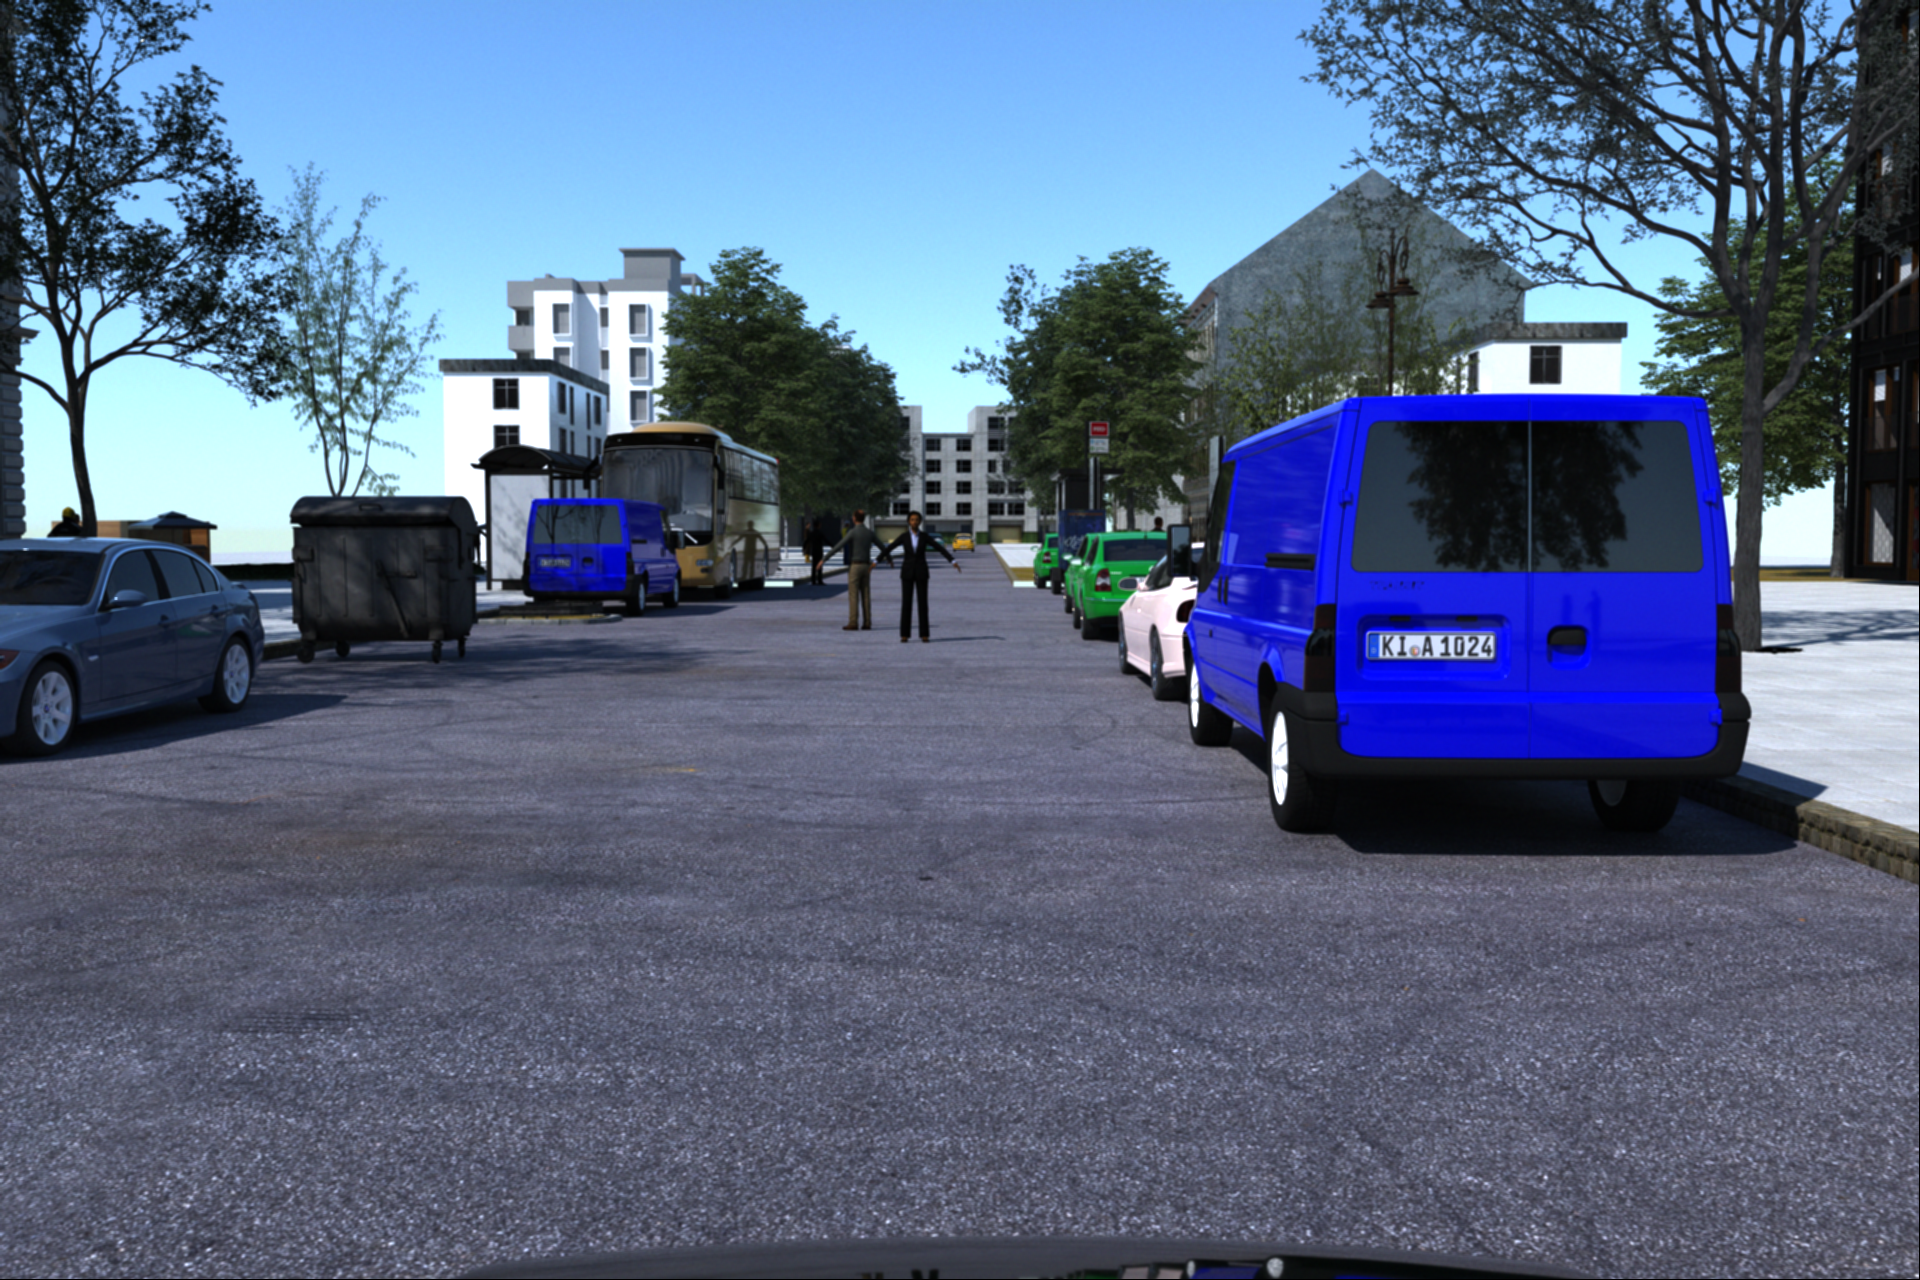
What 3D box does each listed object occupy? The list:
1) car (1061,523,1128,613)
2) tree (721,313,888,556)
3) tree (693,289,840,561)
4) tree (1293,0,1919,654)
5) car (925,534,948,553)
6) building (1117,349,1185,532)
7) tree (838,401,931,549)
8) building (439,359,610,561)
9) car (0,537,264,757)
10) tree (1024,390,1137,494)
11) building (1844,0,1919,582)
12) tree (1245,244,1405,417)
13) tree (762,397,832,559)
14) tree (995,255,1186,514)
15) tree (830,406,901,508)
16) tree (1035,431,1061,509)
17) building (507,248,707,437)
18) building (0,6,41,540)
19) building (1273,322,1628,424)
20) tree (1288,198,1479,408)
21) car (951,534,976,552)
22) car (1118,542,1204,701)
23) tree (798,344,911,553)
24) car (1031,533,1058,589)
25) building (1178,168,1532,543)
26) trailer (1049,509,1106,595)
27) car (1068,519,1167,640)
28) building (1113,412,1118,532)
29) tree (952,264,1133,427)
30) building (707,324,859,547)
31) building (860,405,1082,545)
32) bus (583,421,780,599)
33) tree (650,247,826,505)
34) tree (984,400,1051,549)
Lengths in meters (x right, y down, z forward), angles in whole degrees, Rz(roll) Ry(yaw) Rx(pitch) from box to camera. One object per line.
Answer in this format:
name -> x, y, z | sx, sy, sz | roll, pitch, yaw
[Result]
car -> 2.767, -1.290, 29.893 | 1.959, 1.807, 4.718 | 0, 3, 0
tree -> -8.883, -11.809, 99.735 | 9.857, 13.997, 8.962 | 0, 3, 0
tree -> -8.919, -9.941, 80.664 | 7.486, 12.596, 7.792 | 0, 3, 0
tree -> 8.785, -6.627, 18.720 | 12.009, 13.543, 11.850 | 0, 3, 0
car -> -1.881, -6.479, 117.731 | 2.131, 1.459, 4.920 | 0, 4, 1
building -> 25.100, -18.683, 171.919 | 16.747, 18.905, 31.486 | 0, 4, 1
tree -> -7.661, -14.622, 149.435 | 12.009, 13.543, 11.850 | 0, 3, 0
building -> -24.169, -9.480, 97.141 | 9.099, 9.664, 28.070 | 0, 4, 0
car -> -6.699, -0.042, 12.685 | 2.014, 1.417, 4.499 | 0, 4, 1
tree -> 7.123, -10.132, 100.063 | 7.601, 10.594, 8.767 | -3, 4, -39
building -> 29.469, -12.758, 37.258 | 12.332, 23.479, 15.834 | 0, 4, 1
tree -> 9.081, -5.783, 44.910 | 4.360, 8.622, 3.978 | 0, 3, 0
tree -> -9.263, -8.529, 89.809 | 4.360, 8.622, 3.978 | 0, 3, 0
tree -> 6.288, -10.661, 80.968 | 9.857, 13.997, 8.962 | 0, 3, 0
tree -> -8.269, -12.856, 135.953 | 9.928, 11.665, 9.643 | 0, 3, 0
tree -> 6.710, -9.774, 110.170 | 4.360, 8.622, 3.978 | 0, 3, 0
building -> -23.937, -15.867, 115.840 | 16.016, 20.090, 11.380 | 0, 4, 1
building -> -31.062, -12.913, 38.843 | 11.050, 23.595, 19.941 | 0, 4, 1
building -> 21.940, -8.605, 82.839 | 9.099, 9.664, 28.070 | 0, 4, 0
tree -> 8.916, -5.264, 36.428 | 4.360, 8.622, 3.978 | 0, 3, 0
car -> 0.290, -7.839, 138.392 | 2.015, 1.641, 3.980 | 0, 3, 0
car -> 2.581, -0.240, 16.281 | 2.083, 1.381, 4.827 | 0, 4, 0
tree -> -7.715, -12.841, 116.610 | 9.857, 13.997, 8.962 | 0, 3, 0
car -> 2.917, -2.326, 46.819 | 1.959, 1.807, 4.718 | 0, 4, 1
building -> 24.904, -17.287, 113.579 | 19.493, 23.208, 18.063 | 0, 4, 1
trailer -> 2.904, -2.142, 42.064 | 1.471, 1.999, 3.904 | 0, 3, 0
car -> 2.558, -0.979, 24.809 | 1.959, 1.807, 4.718 | 0, 4, 1
building -> 28.118, -22.845, 204.450 | 19.493, 23.208, 18.063 | 0, 4, 0
tree -> 6.247, -16.305, 122.480 | 12.611, 20.169, 13.585 | 0, 3, 0
building -> -25.879, -20.844, 184.773 | 27.936, 21.610, 32.646 | 0, 4, 2
building -> 1.593, -22.994, 244.867 | 31.486, 18.905, 16.747 | 0, 4, -4
bus -> -6.235, -3.057, 41.526 | 2.896, 3.916, 12.252 | 0, 4, 0
tree -> -8.877, -9.212, 68.749 | 7.486, 12.596, 7.792 | 0, 3, 0
tree -> 7.470, -14.812, 152.545 | 12.009, 13.543, 11.850 | 0, 3, 0
